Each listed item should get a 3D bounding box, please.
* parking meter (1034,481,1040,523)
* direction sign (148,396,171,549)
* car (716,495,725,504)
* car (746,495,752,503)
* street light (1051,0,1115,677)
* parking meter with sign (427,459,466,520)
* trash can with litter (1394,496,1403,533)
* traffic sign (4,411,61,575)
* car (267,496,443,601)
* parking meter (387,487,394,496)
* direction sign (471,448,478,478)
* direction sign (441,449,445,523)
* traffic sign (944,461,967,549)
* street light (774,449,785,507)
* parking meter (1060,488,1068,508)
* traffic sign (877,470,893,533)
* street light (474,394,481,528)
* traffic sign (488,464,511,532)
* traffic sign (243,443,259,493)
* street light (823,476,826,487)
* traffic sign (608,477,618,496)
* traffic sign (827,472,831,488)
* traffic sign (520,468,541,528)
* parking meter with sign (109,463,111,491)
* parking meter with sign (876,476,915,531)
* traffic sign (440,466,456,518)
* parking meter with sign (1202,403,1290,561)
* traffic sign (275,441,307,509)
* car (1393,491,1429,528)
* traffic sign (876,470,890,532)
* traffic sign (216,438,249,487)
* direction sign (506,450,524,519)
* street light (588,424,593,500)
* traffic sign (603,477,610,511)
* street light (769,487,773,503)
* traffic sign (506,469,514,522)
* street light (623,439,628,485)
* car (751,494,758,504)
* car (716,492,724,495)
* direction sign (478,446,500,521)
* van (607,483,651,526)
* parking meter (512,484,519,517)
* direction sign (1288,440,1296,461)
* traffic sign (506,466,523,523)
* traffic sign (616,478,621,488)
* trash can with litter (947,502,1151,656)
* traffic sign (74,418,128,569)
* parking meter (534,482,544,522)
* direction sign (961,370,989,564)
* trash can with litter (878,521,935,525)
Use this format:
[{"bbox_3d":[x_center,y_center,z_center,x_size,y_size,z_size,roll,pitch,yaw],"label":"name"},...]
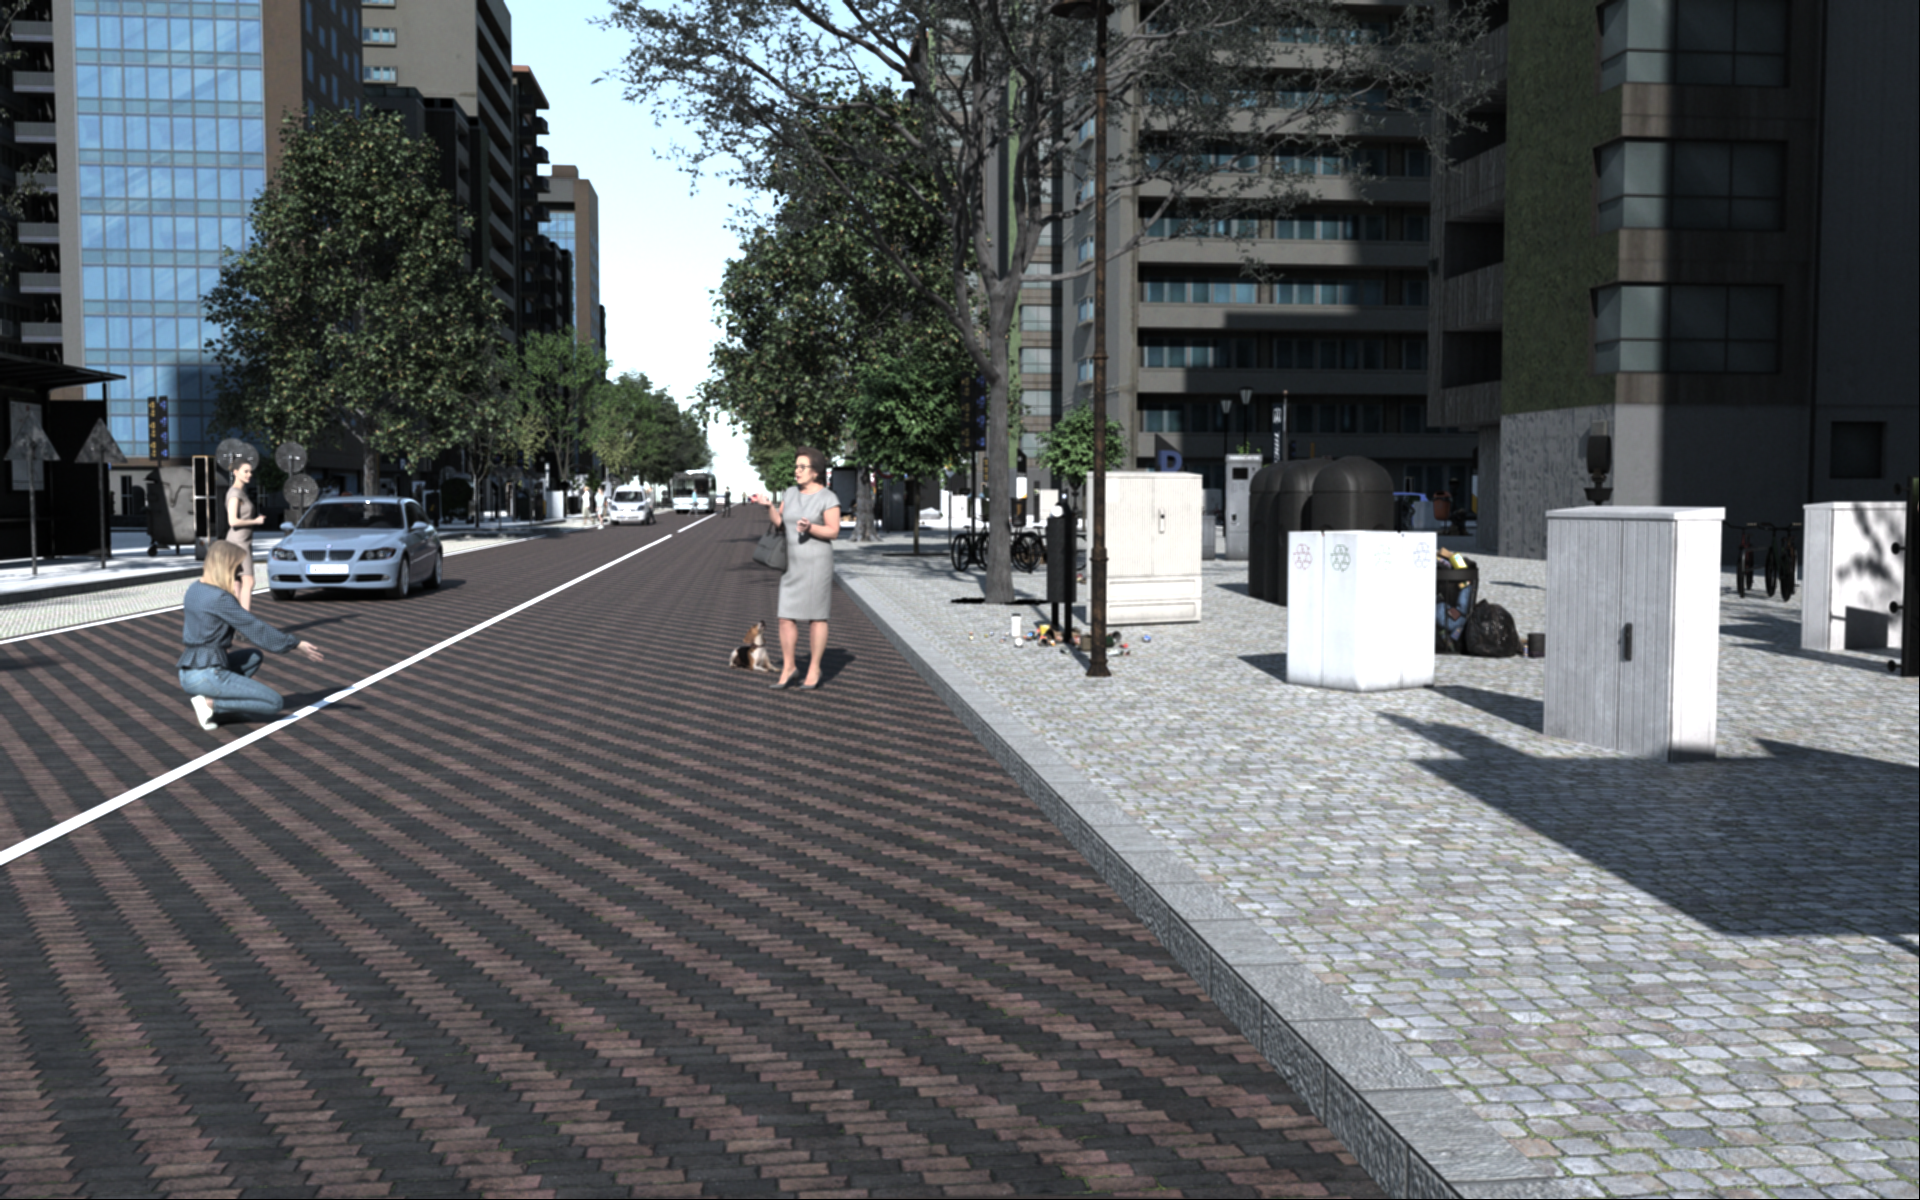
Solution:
[{"bbox_3d":[3.397,-4.337,76.617,0.255,1.863,0.399,0,4,4],"label":"parking meter"},{"bbox_3d":[-18.609,-2.952,40.268,0.876,3.537,0.379,3,4,39],"label":"direction sign"},{"bbox_3d":[-31.858,-13.319,230.124,2.083,1.381,4.827,0,4,-6],"label":"car"},{"bbox_3d":[-35.243,-17.202,293.829,1.945,1.354,3.894,-1,4,-9],"label":"car"},{"bbox_3d":[0.978,-2.401,12.051,0.468,5.910,1.993,0,4,-7],"label":"street light"},{"bbox_3d":[-25.157,-5.421,84.893,1.738,3.016,0.543,-1,4,-11],"label":"parking meter with sign"},{"bbox_3d":[12.928,-2.456,51.209,1.678,1.210,2.233,0,4,1],"label":"trash can with litter"},{"bbox_3d":[-14.601,-1.667,27.259,0.884,2.594,0.081,0,4,-1],"label":"traffic sign"},{"bbox_3d":[-8.594,-0.790,24.911,2.014,1.417,4.499,0,4,-7],"label":"car"},{"bbox_3d":[-21.291,-3.460,64.985,0.372,1.533,0.369,0,3,0],"label":"parking meter"},{"bbox_3d":[-23.519,-5.673,84.758,0.379,3.537,0.876,3,5,44],"label":"direction sign"},{"bbox_3d":[-22.535,-5.118,75.681,0.379,3.537,0.876,-1,4,-18],"label":"direction sign"},{"bbox_3d":[-0.240,-2.400,40.421,0.795,2.450,0.064,0,4,0],"label":"traffic sign"},{"bbox_3d":[-17.777,-12.106,170.728,0.468,5.910,1.993,0,4,-7],"label":"street light"},{"bbox_3d":[4.499,-4.078,75.084,0.372,1.533,0.369,0,3,0],"label":"parking meter"},{"bbox_3d":[-2.364,-3.464,56.738,0.768,2.556,0.104,0,4,2],"label":"traffic sign"},{"bbox_3d":[-18.478,-5.708,66.112,0.468,5.910,1.993,0,4,-7],"label":"street light"},{"bbox_3d":[-15.475,-3.339,58.229,0.795,2.450,0.064,0,4,-7],"label":"traffic sign"},{"bbox_3d":[-17.710,-2.613,42.830,0.768,2.556,0.104,0,4,3],"label":"traffic sign"},{"bbox_3d":[-4.600,-5.259,58.773,0.468,5.910,1.993,0,4,-7],"label":"street light"},{"bbox_3d":[-26.225,-8.006,131.009,0.768,2.556,0.104,0,3,0],"label":"traffic sign"},{"bbox_3d":[-7.430,-6.046,98.965,0.768,2.556,0.104,0,4,2],"label":"traffic sign"},{"bbox_3d":[-16.407,-3.824,66.159,0.795,2.450,0.064,0,4,-7],"label":"traffic sign"},{"bbox_3d":[-41.703,-5.399,84.533,0.543,3.016,1.738,-2,4,-25],"label":"parking meter with sign"},{"bbox_3d":[-2.280,-3.898,59.987,0.543,3.016,1.738,3,5,43],"label":"parking meter with sign"},{"bbox_3d":[-23.290,-4.815,78.830,0.768,2.556,0.104,0,4,-4],"label":"traffic sign"},{"bbox_3d":[5.459,-2.275,33.455,1.738,3.016,0.543,0,4,6],"label":"parking meter with sign"},{"bbox_3d":[-16.213,-2.562,41.996,0.768,2.556,0.104,0,4,-3],"label":"traffic sign"},{"bbox_3d":[16.379,-3.484,66.547,3.694,1.707,1.945,0,4,-7],"label":"car"},{"bbox_3d":[-2.520,-3.594,58.862,0.768,2.556,0.104,0,4,-3],"label":"traffic sign"},{"bbox_3d":[-16.550,-2.403,39.388,0.768,2.556,0.104,0,4,3],"label":"traffic sign"},{"bbox_3d":[-22.639,-5.879,88.112,0.876,3.537,0.379,-2,4,-23],"label":"direction sign"},{"bbox_3d":[-23.992,-8.561,112.760,0.468,5.910,1.993,0,4,-7],"label":"street light"},{"bbox_3d":[-27.056,-8.107,132.659,0.768,2.556,0.104,0,4,0],"label":"traffic sign"},{"bbox_3d":[-27.488,-17.175,253.592,0.468,5.910,1.993,0,4,-7],"label":"street light"},{"bbox_3d":[-20.541,-4.863,79.620,0.768,2.556,0.104,0,4,-1],"label":"traffic sign"},{"bbox_3d":[-27.351,-10.358,142.133,0.468,5.910,1.993,0,4,-7],"label":"street light"},{"bbox_3d":[-28.497,-14.343,243.552,2.155,1.783,4.494,0,4,-7],"label":"car"},{"bbox_3d":[-33.571,-14.245,242.692,2.009,1.686,4.222,0,4,-7],"label":"car"},{"bbox_3d":[-22.239,-5.517,82.202,0.876,3.537,0.379,-2,4,-34],"label":"direction sign"},{"bbox_3d":[-15.248,-4.462,79.959,2.013,2.044,4.112,0,4,-8],"label":"van"},{"bbox_3d":[-24.635,-5.524,96.029,0.255,1.863,0.399,1,4,18],"label":"parking meter"},{"bbox_3d":[13.855,-4.948,72.891,0.379,3.537,0.876,3,5,44],"label":"direction sign"},{"bbox_3d":[-19.924,-4.727,77.396,0.768,2.556,0.104,0,4,-6],"label":"traffic sign"},{"bbox_3d":[-26.625,-8.203,134.217,0.768,2.556,0.104,0,4,3],"label":"traffic sign"},{"bbox_3d":[0.851,-0.225,14.733,1.678,1.210,2.233,-1,4,-10],"label":"trash can with litter"},{"bbox_3d":[-14.663,-1.809,29.577,0.884,2.594,0.081,0,4,-3],"label":"traffic sign"},{"bbox_3d":[-19.713,-4.607,81.038,0.255,1.863,0.399,2,4,26],"label":"parking meter"},{"bbox_3d":[0.247,-2.433,31.769,0.379,3.537,0.876,-2,4,-30],"label":"direction sign"},{"bbox_3d":[-2.170,-3.741,72.228,2.233,1.210,1.678,1,4,21],"label":"trash can with litter"}]
